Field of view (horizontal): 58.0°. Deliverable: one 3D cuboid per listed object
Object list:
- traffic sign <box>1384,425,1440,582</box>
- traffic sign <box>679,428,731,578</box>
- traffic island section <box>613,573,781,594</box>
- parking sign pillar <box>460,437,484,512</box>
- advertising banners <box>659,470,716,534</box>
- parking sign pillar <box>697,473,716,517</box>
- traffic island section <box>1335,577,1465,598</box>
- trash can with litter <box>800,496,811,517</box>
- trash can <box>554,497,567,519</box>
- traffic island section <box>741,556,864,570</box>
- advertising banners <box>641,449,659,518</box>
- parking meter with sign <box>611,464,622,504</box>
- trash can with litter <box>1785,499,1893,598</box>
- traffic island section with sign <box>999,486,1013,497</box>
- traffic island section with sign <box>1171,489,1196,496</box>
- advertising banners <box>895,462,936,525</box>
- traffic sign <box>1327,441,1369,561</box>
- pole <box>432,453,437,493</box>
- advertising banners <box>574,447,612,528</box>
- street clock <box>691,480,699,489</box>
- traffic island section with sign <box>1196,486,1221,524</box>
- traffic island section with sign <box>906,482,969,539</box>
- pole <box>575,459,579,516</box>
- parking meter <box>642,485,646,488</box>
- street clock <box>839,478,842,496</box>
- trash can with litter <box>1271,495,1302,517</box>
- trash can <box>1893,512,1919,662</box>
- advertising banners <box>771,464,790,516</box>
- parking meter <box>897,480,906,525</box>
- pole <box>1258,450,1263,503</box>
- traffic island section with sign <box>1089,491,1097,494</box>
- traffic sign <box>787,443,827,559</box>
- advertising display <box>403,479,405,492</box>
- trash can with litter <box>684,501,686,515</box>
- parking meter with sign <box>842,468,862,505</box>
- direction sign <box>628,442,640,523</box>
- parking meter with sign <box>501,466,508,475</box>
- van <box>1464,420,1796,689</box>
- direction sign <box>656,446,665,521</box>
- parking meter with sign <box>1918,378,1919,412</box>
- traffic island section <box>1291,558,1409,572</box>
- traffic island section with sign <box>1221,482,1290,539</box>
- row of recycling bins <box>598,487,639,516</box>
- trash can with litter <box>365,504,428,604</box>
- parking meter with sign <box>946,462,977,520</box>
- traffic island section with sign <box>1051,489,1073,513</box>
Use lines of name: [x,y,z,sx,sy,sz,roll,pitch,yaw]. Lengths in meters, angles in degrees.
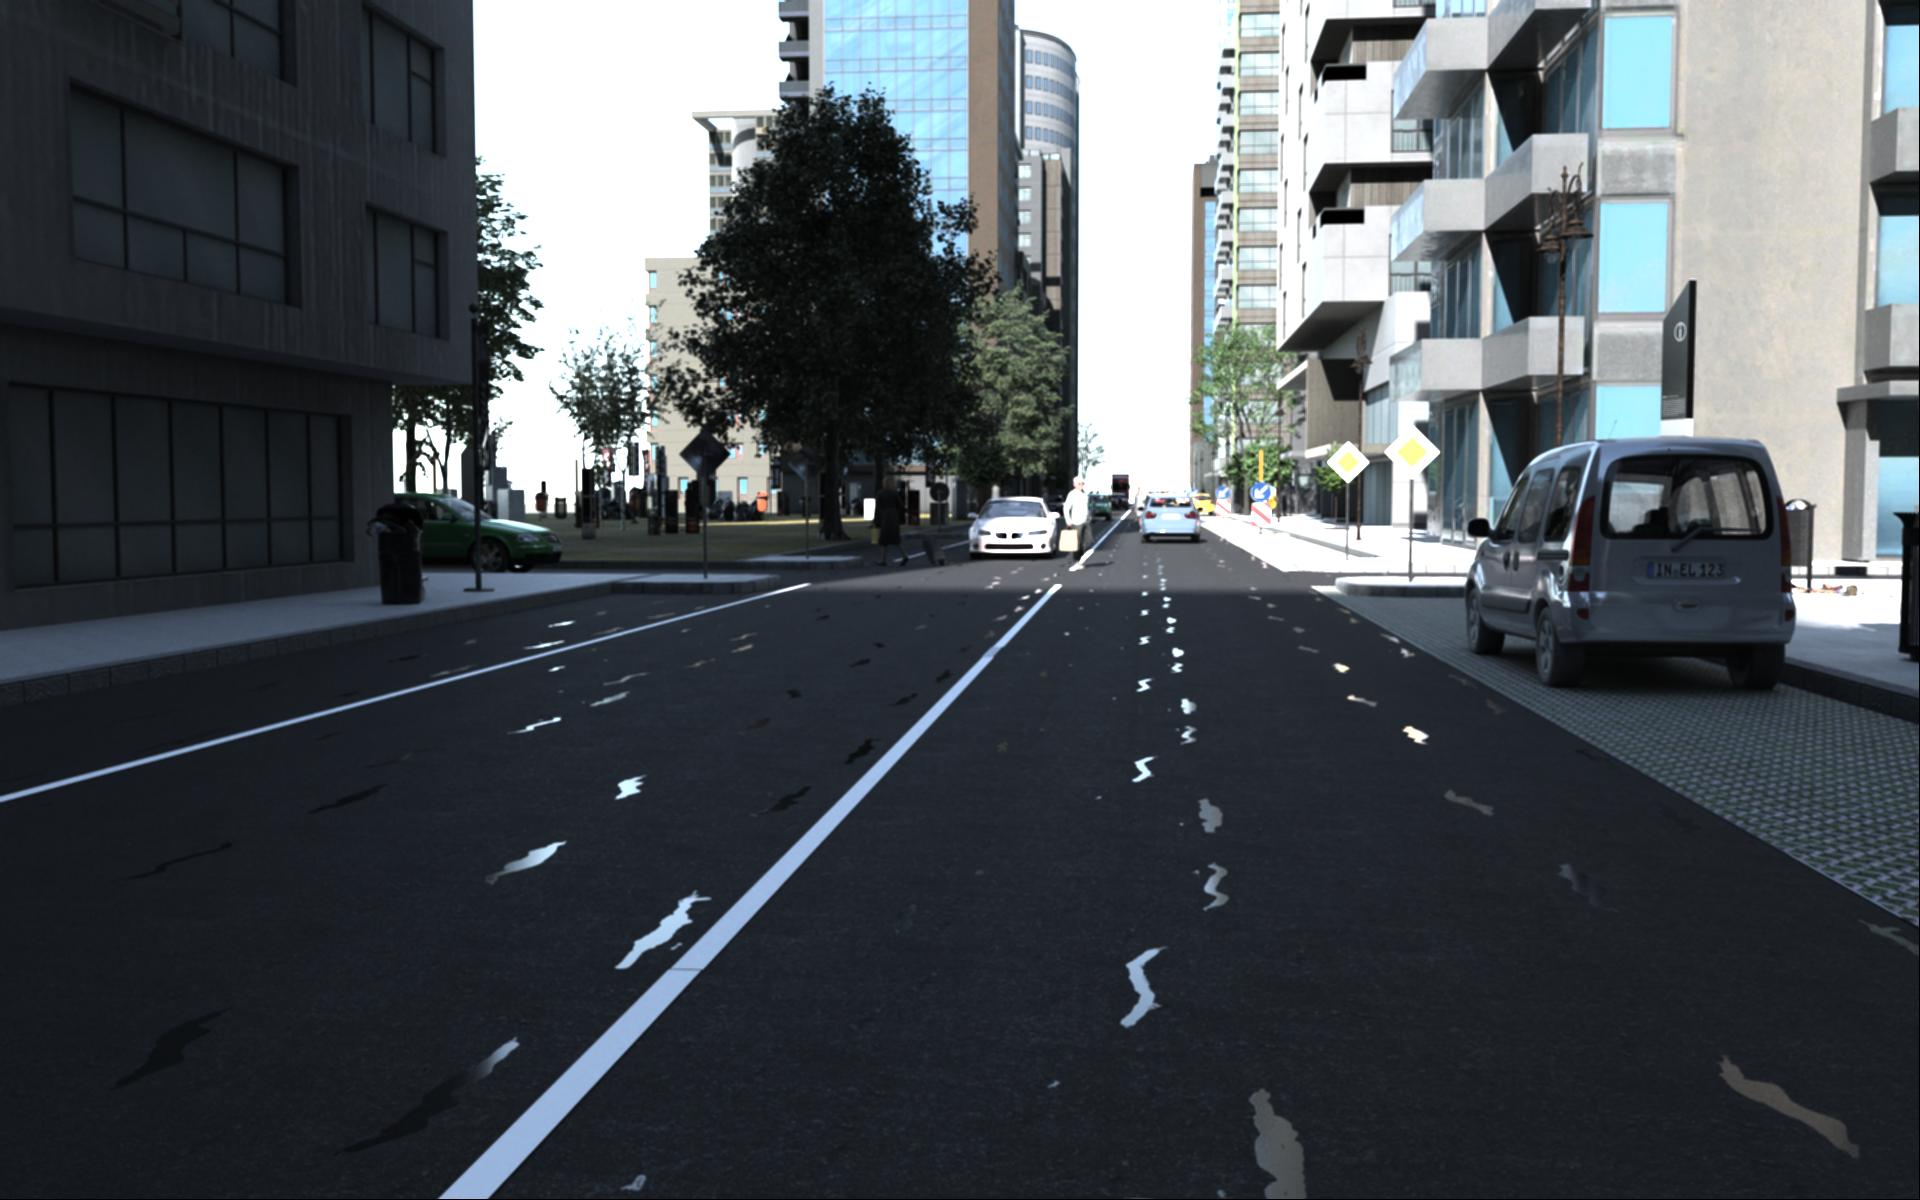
traffic sign: [6.558,-1.318,25.185,0.795,2.450,0.064,0,4,6]
traffic sign: [-3.874,-1.387,26.321,0.795,2.450,0.064,0,4,6]
traffic island section: [-3.899,-0.251,26.385,2.009,0.180,2.903,0,4,6]
parking sign pillar: [-22.058,-5.494,78.307,1.447,3.967,1.447,3,5,44]
advertising banners: [-8.789,-3.698,56.651,2.074,3.025,0.090,-3,4,-36]
parking sign pillar: [-14.044,-6.568,95.852,1.447,3.967,1.447,-3,5,-42]
traffic island section: [6.582,-0.182,25.259,2.009,0.180,2.903,0,4,6]
trash can with litter: [-8.550,-5.172,95.956,0.624,1.170,1.055,0,4,-1]
trash can: [-20.904,-4.833,90.672,0.748,1.137,0.748,0,3,0]
traffic island section: [-3.046,-0.737,34.325,2.009,0.180,2.903,0,4,6]
advertising banners: [-11.987,-4.435,68.700,0.090,3.025,2.074,2,4,29]
parking meter with sign: [-19.027,-6.085,95.743,0.543,3.016,1.738,-2,4,-29]
trash can with litter: [10.967,-0.689,22.318,1.678,1.210,2.233,-1,4,-14]
traffic island section with sign: [2.275,-4.604,83.902,1.989,1.847,2.006,0,4,6]
traffic island section with sign: [20.679,-9.229,159.521,1.989,1.847,2.006,0,4,6]
advertising banners: [-1.932,-4.595,71.324,2.074,3.025,0.090,0,4,-1]
traffic sign: [7.410,-1.803,33.124,0.795,2.450,0.064,0,4,6]
pole: [-26.147,-5.650,86.219,0.158,3.312,0.155,0,3,0]
advertising banners: [-13.837,-4.230,65.350,2.074,3.025,0.090,2,4,35]
street clock: [-13.620,-5.168,89.073,0.358,2.002,0.471,1,4,18]
traffic island section with sign: [12.408,-4.523,82.572,1.989,1.847,2.006,0,4,6]
traffic island section with sign: [-0.652,-2.933,56.586,1.989,1.847,2.006,0,4,6]
pole: [-22.253,-6.527,100.552,0.158,3.312,0.155,0,3,0]
parking meter: [-20.252,-6.469,111.471,0.255,1.863,0.399,1,4,9]
street clock: [-5.426,-4.427,76.950,0.358,2.002,0.471,-1,4,-18]
trash can with litter: [18.581,-5.362,98.734,1.678,1.210,2.233,0,4,7]
trash can: [7.550,-0.098,13.261,0.748,1.137,0.748,0,3,0]
advertising banners: [-10.708,-6.534,103.019,0.090,3.025,2.074,2,4,27]
parking meter: [-2.462,-4.112,72.941,0.255,1.863,0.399,-2,4,-28]
pole: [14.061,-5.330,80.988,0.158,3.312,0.155,0,3,0]
traffic island section with sign: [19.321,-14.316,242.694,1.989,1.847,2.006,0,4,6]
traffic sign: [-3.022,-1.873,34.261,0.795,2.450,0.064,0,4,6]
advertising display: [-24.026,-4.305,75.607,0.123,1.923,0.974,-3,5,-44]
trash can with litter: [-16.454,-5.822,106.573,1.055,1.170,0.624,2,4,29]
parking meter with sign: [-6.659,-6.972,110.249,1.738,3.016,0.543,2,4,33]
direction sign: [-14.228,-5.112,75.578,0.379,3.537,0.876,-3,5,-43]
parking meter with sign: [-28.331,-6.782,107.146,0.543,3.016,1.738,-1,4,-9]
van: [5.269,-0.432,14.082,2.013,2.044,4.112,0,4,5]
direction sign: [-14.194,-5.509,82.070,0.379,3.537,0.876,-3,4,-37]
parking meter with sign: [14.244,-1.725,24.462,0.543,3.016,1.738,0,4,1]
traffic island section: [7.435,-0.668,33.199,2.009,0.180,2.903,0,4,6]
traffic island section with sign: [9.527,-2.880,55.717,1.989,1.847,2.006,0,4,6]
row of recycling bins: [-19.091,-5.658,99.623,3.534,1.692,1.069,-1,4,-22]
trash can with litter: [-6.630,-0.555,20.456,0.624,1.170,1.055,-1,4,-12]
parking meter with sign: [0.012,-5.451,85.385,1.738,3.016,0.543,-3,4,-37]
traffic island section with sign: [7.594,-7.636,133.470,1.989,1.847,2.006,0,4,6]
